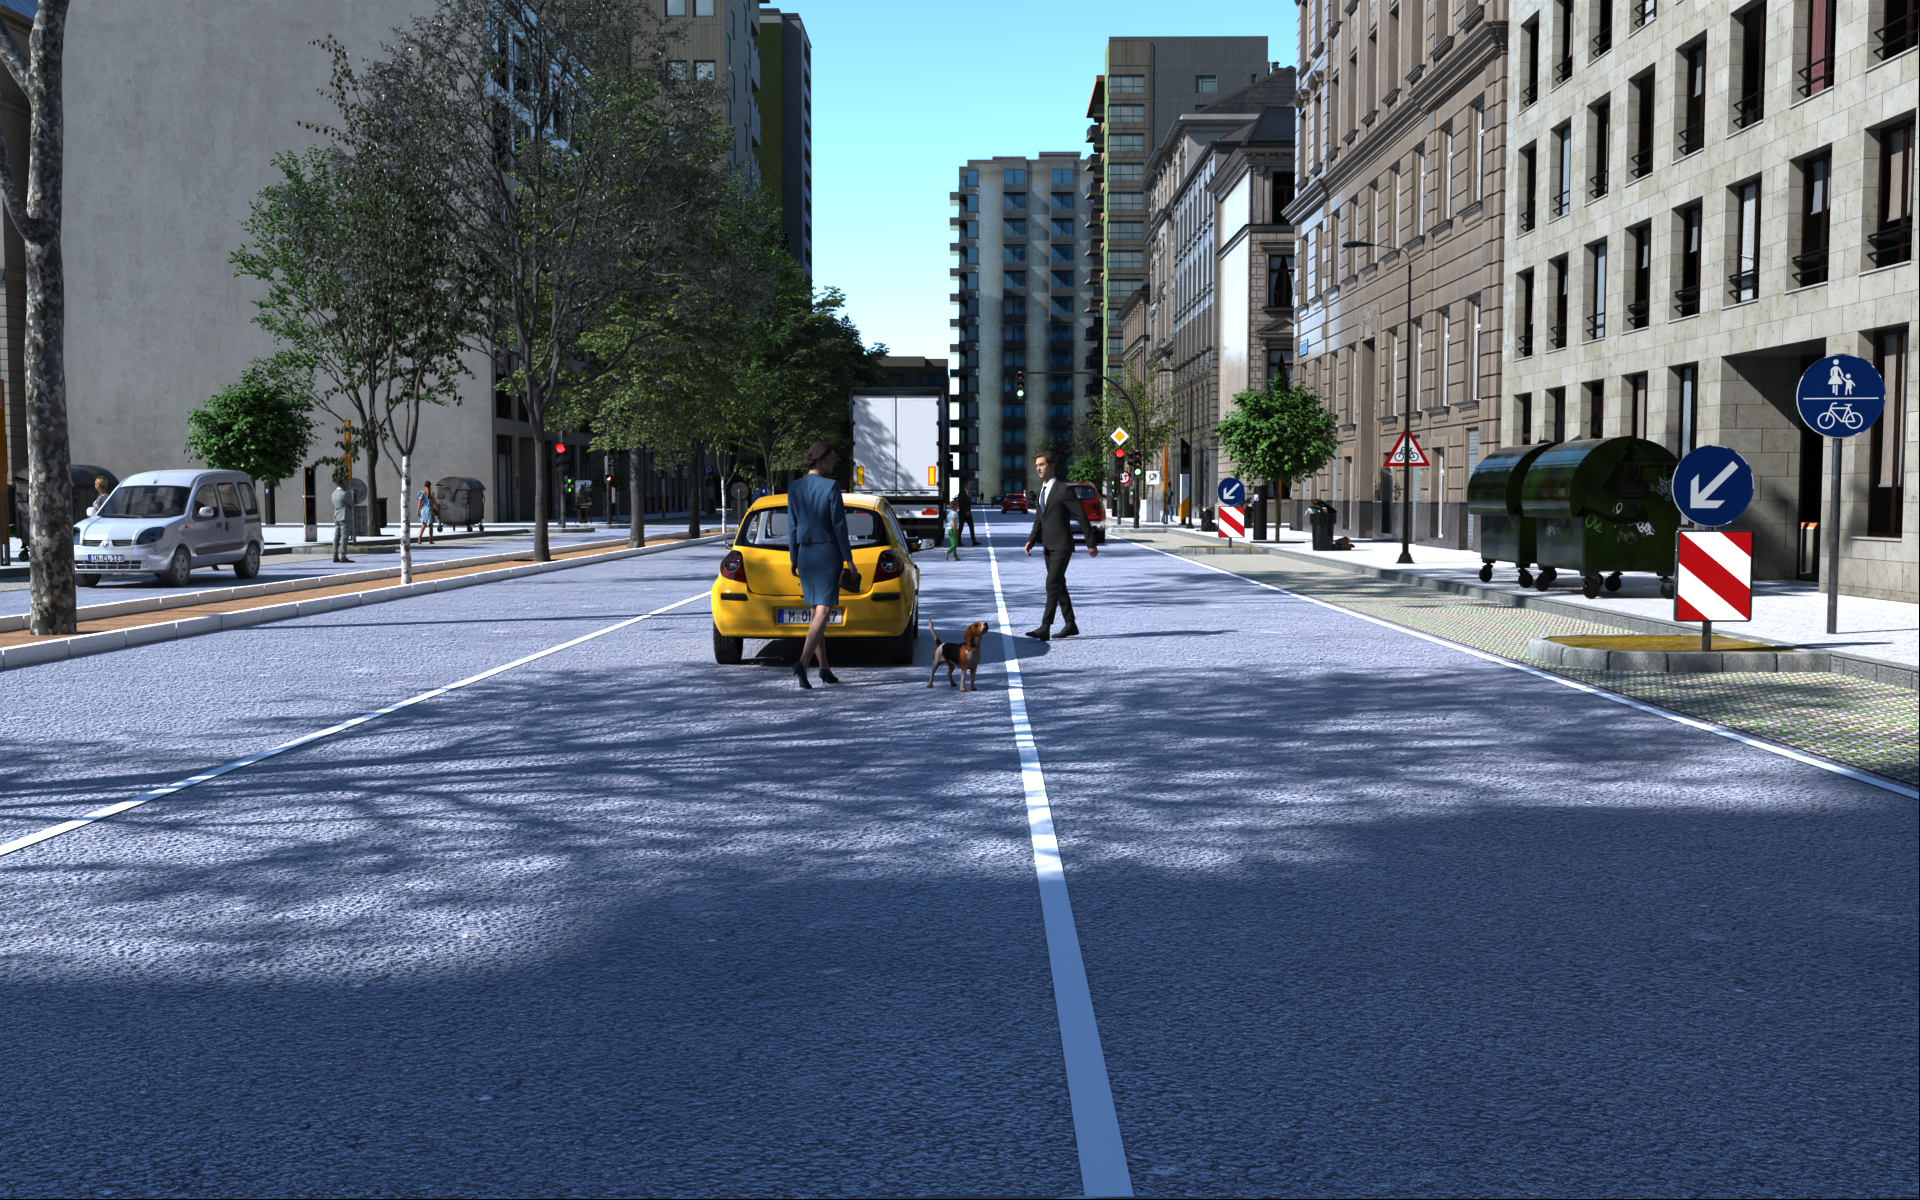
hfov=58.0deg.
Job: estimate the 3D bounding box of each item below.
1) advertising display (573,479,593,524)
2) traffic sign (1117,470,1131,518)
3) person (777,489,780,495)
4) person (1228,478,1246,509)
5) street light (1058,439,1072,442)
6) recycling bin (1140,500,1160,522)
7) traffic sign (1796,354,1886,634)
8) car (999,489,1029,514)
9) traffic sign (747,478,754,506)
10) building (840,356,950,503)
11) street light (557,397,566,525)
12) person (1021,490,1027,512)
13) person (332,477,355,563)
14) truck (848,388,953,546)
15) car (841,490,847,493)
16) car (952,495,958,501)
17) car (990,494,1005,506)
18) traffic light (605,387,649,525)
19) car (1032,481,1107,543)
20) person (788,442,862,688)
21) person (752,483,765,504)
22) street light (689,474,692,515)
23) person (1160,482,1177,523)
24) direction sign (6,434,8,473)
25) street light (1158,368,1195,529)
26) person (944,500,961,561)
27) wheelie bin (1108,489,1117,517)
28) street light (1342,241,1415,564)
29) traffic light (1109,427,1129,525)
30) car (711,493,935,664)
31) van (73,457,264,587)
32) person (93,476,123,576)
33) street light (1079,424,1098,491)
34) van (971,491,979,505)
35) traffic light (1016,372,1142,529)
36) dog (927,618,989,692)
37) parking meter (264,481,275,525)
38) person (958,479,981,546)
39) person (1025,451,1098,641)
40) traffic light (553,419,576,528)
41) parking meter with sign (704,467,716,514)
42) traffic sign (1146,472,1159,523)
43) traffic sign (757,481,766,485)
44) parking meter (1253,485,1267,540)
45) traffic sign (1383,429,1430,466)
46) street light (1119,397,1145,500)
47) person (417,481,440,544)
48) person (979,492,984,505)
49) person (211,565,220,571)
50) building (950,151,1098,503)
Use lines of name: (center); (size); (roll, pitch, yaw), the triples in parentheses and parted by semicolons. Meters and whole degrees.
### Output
advertising display: (-16.493, -4.316, 75.783); (0.123, 1.923, 0.974); (3, 4, 39)
traffic sign: (8.731, -5.648, 92.453); (0.768, 2.556, 0.104); (1, 4, 9)
person: (-16.366, -9.115, 155.797); (0.721, 1.735, 1.217); (0, 4, 2)
person: (8.598, -2.917, 53.757); (0.581, 1.822, 0.654); (1, 4, 20)
street light: (9.058, -10.683, 147.204); (1.470, 5.913, 1.316); (0, 4, 1)
recycling bin: (8.691, -4.073, 79.146); (0.722, 1.027, 0.722); (-1, 4, -15)
traffic sign: (8.008, -0.962, 15.836); (0.768, 2.556, 0.104); (0, 4, 8)
car: (3.937, -7.122, 125.476); (2.155, 1.783, 4.494); (0, 4, -1)
traffic sign: (-16.144, -8.214, 134.299); (0.884, 2.594, 0.081); (1, 4, 9)
building: (-16.135, -24.660, 248.234); (28.899, 21.520, 27.650); (0, 4, 1)
street light: (-16.207, -6.120, 72.600); (1.470, 5.913, 1.316); (0, 4, 1)
person: (4.980, -7.725, 135.471); (0.598, 1.740, 0.731); (-1, 4, -20)
person: (-12.879, -1.687, 36.257); (0.511, 1.800, 0.466); (1, 4, 23)
truck: (-1.656, -3.811, 51.217); (2.839, 4.237, 11.283); (0, 4, 0)
car: (-10.671, -8.748, 151.705); (2.281, 1.827, 5.304); (0, 4, -1)
car: (0.010, -12.076, 210.023); (1.945, 1.354, 3.894); (0, 4, -1)
car: (4.639, -11.850, 205.548); (2.131, 1.459, 4.920); (0, 4, 2)
traffic light: (-12.625, -5.993, 72.656); (4.771, 5.953, 1.251); (0, 4, 1)
car: (3.324, -2.675, 52.412); (2.281, 1.827, 5.304); (0, 4, 3)
person: (-1.087, -0.268, 12.910); (0.581, 1.822, 0.654); (3, 5, 41)
person: (-6.501, -2.934, 56.659); (0.721, 1.800, 0.419); (3, 4, 37)
street light: (-15.804, -8.127, 105.423); (1.470, 5.913, 1.316); (0, 4, 1)
person: (9.114, -4.269, 75.830); (0.713, 1.824, 0.794); (0, 4, -1)
direction sign: (-36.193, -4.467, 65.029); (0.876, 3.537, 0.379); (0, 4, -3)
street light: (7.994, -5.600, 64.094); (1.470, 5.913, 1.316); (0, 4, 1)
person: (-0.167, -1.491, 37.128); (0.306, 1.304, 0.590); (3, 5, 39)
wheelie bin: (8.876, -5.513, 98.050); (0.980, 1.594, 0.693); (0, 4, -4)
street light: (7.704, -3.631, 31.902); (1.470, 5.913, 1.316); (0, 4, 1)
traffic light: (6.642, -5.106, 72.404); (0.839, 4.253, 0.868); (0, 4, 1)
car: (-1.242, -0.356, 16.050); (2.015, 1.641, 3.980); (0, 4, 0)
van: (-12.839, -1.288, 28.068); (2.013, 2.044, 4.112); (0, 4, 1)
person: (-14.838, -1.290, 30.263); (0.598, 1.740, 0.731); (-3, 4, -38)
street light: (8.582, -8.700, 114.787); (1.470, 5.913, 1.316); (0, 4, 1)
van: (1.378, -13.003, 219.608); (2.013, 2.044, 4.112); (0, 4, 1)
traffic light: (4.452, -5.482, 64.304); (4.771, 5.953, 1.251); (0, 4, 1)
dog: (-0.022, 0.401, 12.727); (0.540, 0.507, 0.406); (1, 4, 12)
parking meter: (-28.930, -4.091, 72.591); (0.399, 1.863, 0.255); (2, 4, 33)
person: (0.225, -2.418, 47.811); (0.755, 1.850, 0.659); (3, 5, 39)
person: (0.893, -0.536, 17.037); (0.755, 1.850, 0.659); (-2, 4, -33)
traffic light: (-14.815, -4.633, 64.662); (0.839, 4.253, 0.868); (0, 4, 1)
parking meter with sign: (-15.905, -6.995, 110.624); (0.543, 3.016, 1.738); (0, 4, 1)
traffic sign: (8.588, -4.589, 77.164); (0.606, 2.300, 0.079); (0, 4, 7)
traffic sign: (-16.029, -8.531, 139.587); (0.768, 2.556, 0.104); (0, 4, 6)
parking meter: (8.354, -2.433, 48.185); (0.372, 1.533, 0.369); (0, 3, 0)
traffic sign: (8.565, -2.035, 33.277); (0.884, 2.594, 0.081); (0, 4, 7)
street light: (8.252, -6.731, 82.596); (1.470, 5.913, 1.316); (0, 4, 1)
person: (-15.118, -2.486, 49.232); (0.616, 1.811, 0.778); (1, 4, 11)
person: (2.737, -13.123, 223.507); (0.683, 1.767, 0.568); (-3, 4, -37)
person: (-13.681, -1.472, 32.478); (0.836, 1.842, 0.656); (-3, 4, -39)
building: (13.845, -38.239, 244.820); (30.456, 49.044, 23.786); (0, 4, 1)
